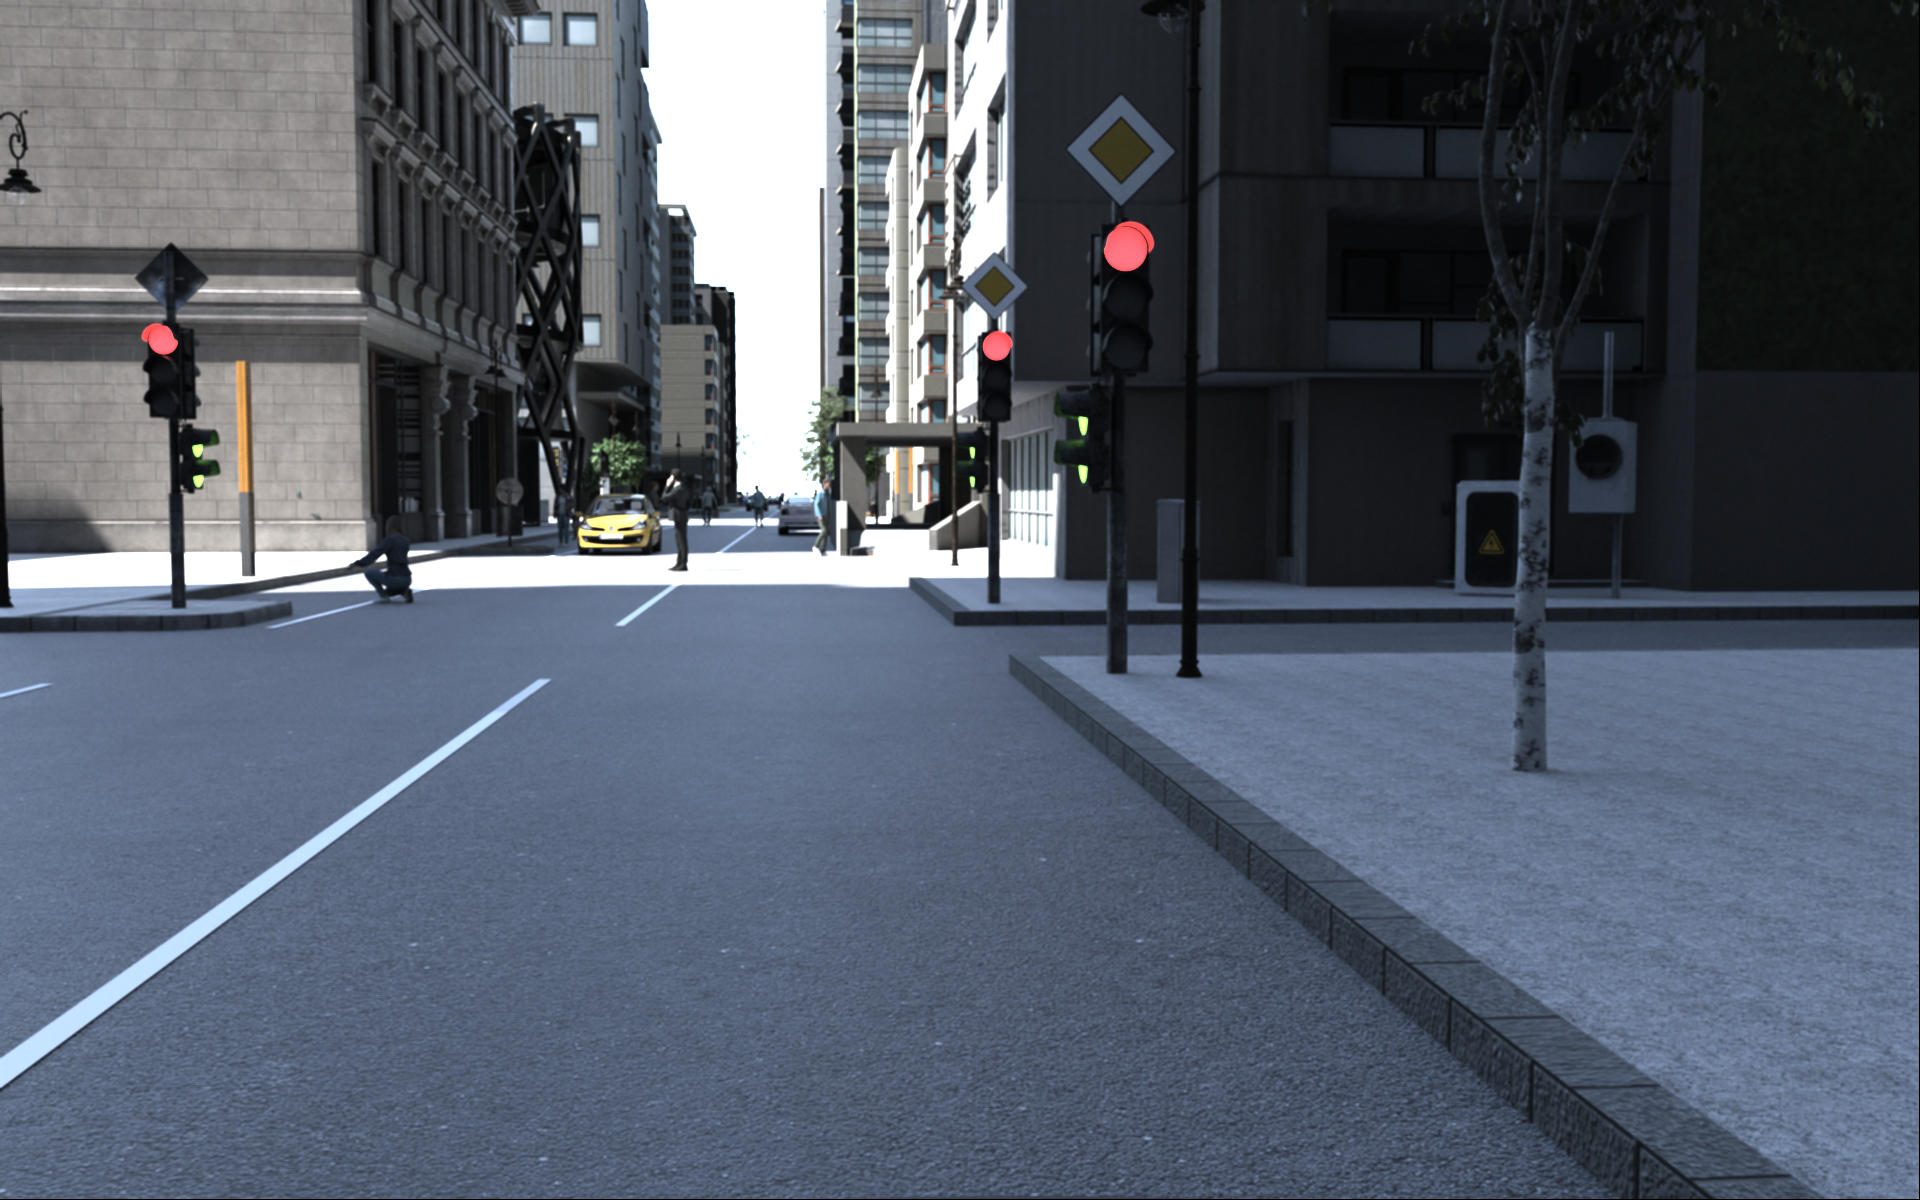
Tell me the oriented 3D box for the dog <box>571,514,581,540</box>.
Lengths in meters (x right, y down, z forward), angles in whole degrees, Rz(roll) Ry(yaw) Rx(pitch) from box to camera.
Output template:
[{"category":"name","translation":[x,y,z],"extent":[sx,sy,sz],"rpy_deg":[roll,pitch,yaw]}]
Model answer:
[{"category":"dog","translation":[-11.867,-2.298,54.405],"extent":[0.800,0.831,0.513],"rpy_deg":[1,4,18]}]

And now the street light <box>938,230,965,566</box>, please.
[{"category":"street light","translation":[-0.091,-3.535,30.585],"extent":[0.468,5.910,1.993],"rpy_deg":[0,4,-5]}]

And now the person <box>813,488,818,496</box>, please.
[{"category":"person","translation":[-9.586,-6.537,115.521],"extent":[0.705,1.807,1.348],"rpy_deg":[0,4,7]}]

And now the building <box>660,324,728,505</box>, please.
[{"category":"building","translation":[-40.217,-21.133,190.571],"extent":[27.650,21.520,28.899],"rpy_deg":[0,4,-5]}]

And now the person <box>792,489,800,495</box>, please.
[{"category":"person","translation":[-12.281,-7.421,129.918],"extent":[1.350,1.814,0.705],"rpy_deg":[1,4,9]}]

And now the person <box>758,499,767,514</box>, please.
[{"category":"person","translation":[-14.361,-7.051,124.501],"extent":[0.721,1.743,1.217],"rpy_deg":[3,5,40]}]

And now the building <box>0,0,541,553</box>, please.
[{"category":"building","translation":[-17.586,-11.468,38.409],"extent":[10.553,20.767,40.483],"rpy_deg":[0,4,-5]}]

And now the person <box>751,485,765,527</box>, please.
[{"category":"person","translation":[-8.822,-4.110,75.566],"extent":[0.638,1.841,0.748],"rpy_deg":[0,4,-8]}]

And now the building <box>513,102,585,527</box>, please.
[{"category":"building","translation":[-23.296,-12.184,66.663],"extent":[16.820,18.784,16.811],"rpy_deg":[0,4,-5]}]

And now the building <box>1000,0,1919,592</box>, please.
[{"category":"building","translation":[7.239,-21.079,28.236],"extent":[14.086,41.232,14.154],"rpy_deg":[0,4,-5]}]

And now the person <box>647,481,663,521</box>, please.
[{"category":"person","translation":[-7.830,-2.174,44.601],"extent":[0.362,1.759,0.519],"rpy_deg":[-2,4,-32]}]

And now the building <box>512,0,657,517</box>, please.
[{"category":"building","translation":[-33.382,-31.591,105.744],"extent":[28.713,52.752,27.495],"rpy_deg":[0,4,-5]}]

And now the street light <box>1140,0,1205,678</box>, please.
[{"category":"street light","translation":[1.611,-2.398,11.998],"extent":[0.468,5.910,1.993],"rpy_deg":[0,4,-5]}]

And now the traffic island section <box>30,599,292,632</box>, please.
[{"category":"traffic island section","translation":[-8.834,0.167,19.548],"extent":[2.009,0.180,2.903],"rpy_deg":[0,4,-5]}]

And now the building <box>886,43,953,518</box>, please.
[{"category":"building","translation":[11.028,-14.517,82.389],"extent":[27.650,21.520,28.899],"rpy_deg":[0,4,-5]}]

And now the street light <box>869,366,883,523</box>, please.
[{"category":"street light","translation":[-3.017,-5.499,62.692],"extent":[0.468,5.910,1.993],"rpy_deg":[0,4,-5]}]

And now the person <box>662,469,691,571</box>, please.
[{"category":"person","translation":[-5.274,-1.488,32.187],"extent":[0.474,1.900,0.648],"rpy_deg":[0,4,2]}]

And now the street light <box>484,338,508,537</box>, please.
[{"category":"street light","translation":[-13.782,-4.819,51.581],"extent":[0.468,5.910,1.993],"rpy_deg":[0,4,-5]}]

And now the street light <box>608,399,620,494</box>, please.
[{"category":"street light","translation":[-16.741,-6.796,83.900],"extent":[0.468,5.910,1.993],"rpy_deg":[0,4,-5]}]

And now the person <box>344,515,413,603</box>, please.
[{"category":"person","translation":[-7.606,-0.538,22.787],"extent":[0.738,1.151,1.012],"rpy_deg":[2,4,32]}]

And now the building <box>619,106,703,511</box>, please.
[{"category":"building","translation":[-39.945,-28.372,155.766],"extent":[32.217,40.220,23.993],"rpy_deg":[0,4,-5]}]

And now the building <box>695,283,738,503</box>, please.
[{"category":"building","translation":[-37.775,-28.425,236.452],"extent":[14.160,30.474,14.107],"rpy_deg":[0,4,-5]}]

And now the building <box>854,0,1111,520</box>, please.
[{"category":"building","translation":[0.630,-25.713,104.005],"extent":[14.154,41.232,14.086],"rpy_deg":[0,4,-5]}]

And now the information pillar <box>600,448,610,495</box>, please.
[{"category":"information pillar","translation":[-18.072,-5.919,88.132],"extent":[0.504,3.616,0.183],"rpy_deg":[-3,5,-43]}]

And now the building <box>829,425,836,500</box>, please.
[{"category":"building","translation":[-0.382,-51.468,154.178],"extent":[22.319,86.520,31.000],"rpy_deg":[0,4,-5]}]

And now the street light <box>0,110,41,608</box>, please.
[{"category":"street light","translation":[-10.843,-2.855,19.475],"extent":[0.468,5.910,1.993],"rpy_deg":[0,4,-5]}]

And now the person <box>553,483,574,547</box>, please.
[{"category":"person","translation":[-10.733,-2.300,46.939],"extent":[0.563,1.720,0.643],"rpy_deg":[0,4,5]}]

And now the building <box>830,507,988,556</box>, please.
[{"category":"building","translation":[12.608,-21.747,47.437],"extent":[32.217,40.220,23.993],"rpy_deg":[0,4,-5]}]

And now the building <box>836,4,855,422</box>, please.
[{"category":"building","translation":[2.252,-28.804,125.571],"extent":[22.147,44.769,28.867],"rpy_deg":[0,4,-5]}]

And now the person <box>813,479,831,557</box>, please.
[{"category":"person","translation":[-3.145,-1.887,39.701],"extent":[0.444,1.785,0.601],"rpy_deg":[2,4,35]}]

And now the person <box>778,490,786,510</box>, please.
[{"category":"person","translation":[-16.157,-9.107,157.272],"extent":[0.709,1.838,0.599],"rpy_deg":[-2,4,-26]}]

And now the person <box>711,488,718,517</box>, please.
[{"category":"person","translation":[-15.704,-6.232,110.524],"extent":[0.705,1.807,1.348],"rpy_deg":[1,4,14]}]

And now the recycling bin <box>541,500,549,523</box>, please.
[{"category":"recycling bin","translation":[-18.973,-3.995,77.875],"extent":[0.722,1.027,0.722],"rpy_deg":[3,5,40]}]

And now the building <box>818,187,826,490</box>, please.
[{"category":"building","translation":[-13.091,-36.461,246.244],"extent":[14.600,45.320,14.200],"rpy_deg":[0,4,-5]}]

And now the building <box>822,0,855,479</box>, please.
[{"category":"building","translation":[-5.184,-40.296,200.844],"extent":[21.231,58.520,28.212],"rpy_deg":[0,4,-5]}]

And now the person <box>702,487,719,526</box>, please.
[{"category":"person","translation":[-11.297,-4.243,78.364],"extent":[0.782,1.767,0.515],"rpy_deg":[-2,4,-26]}]
